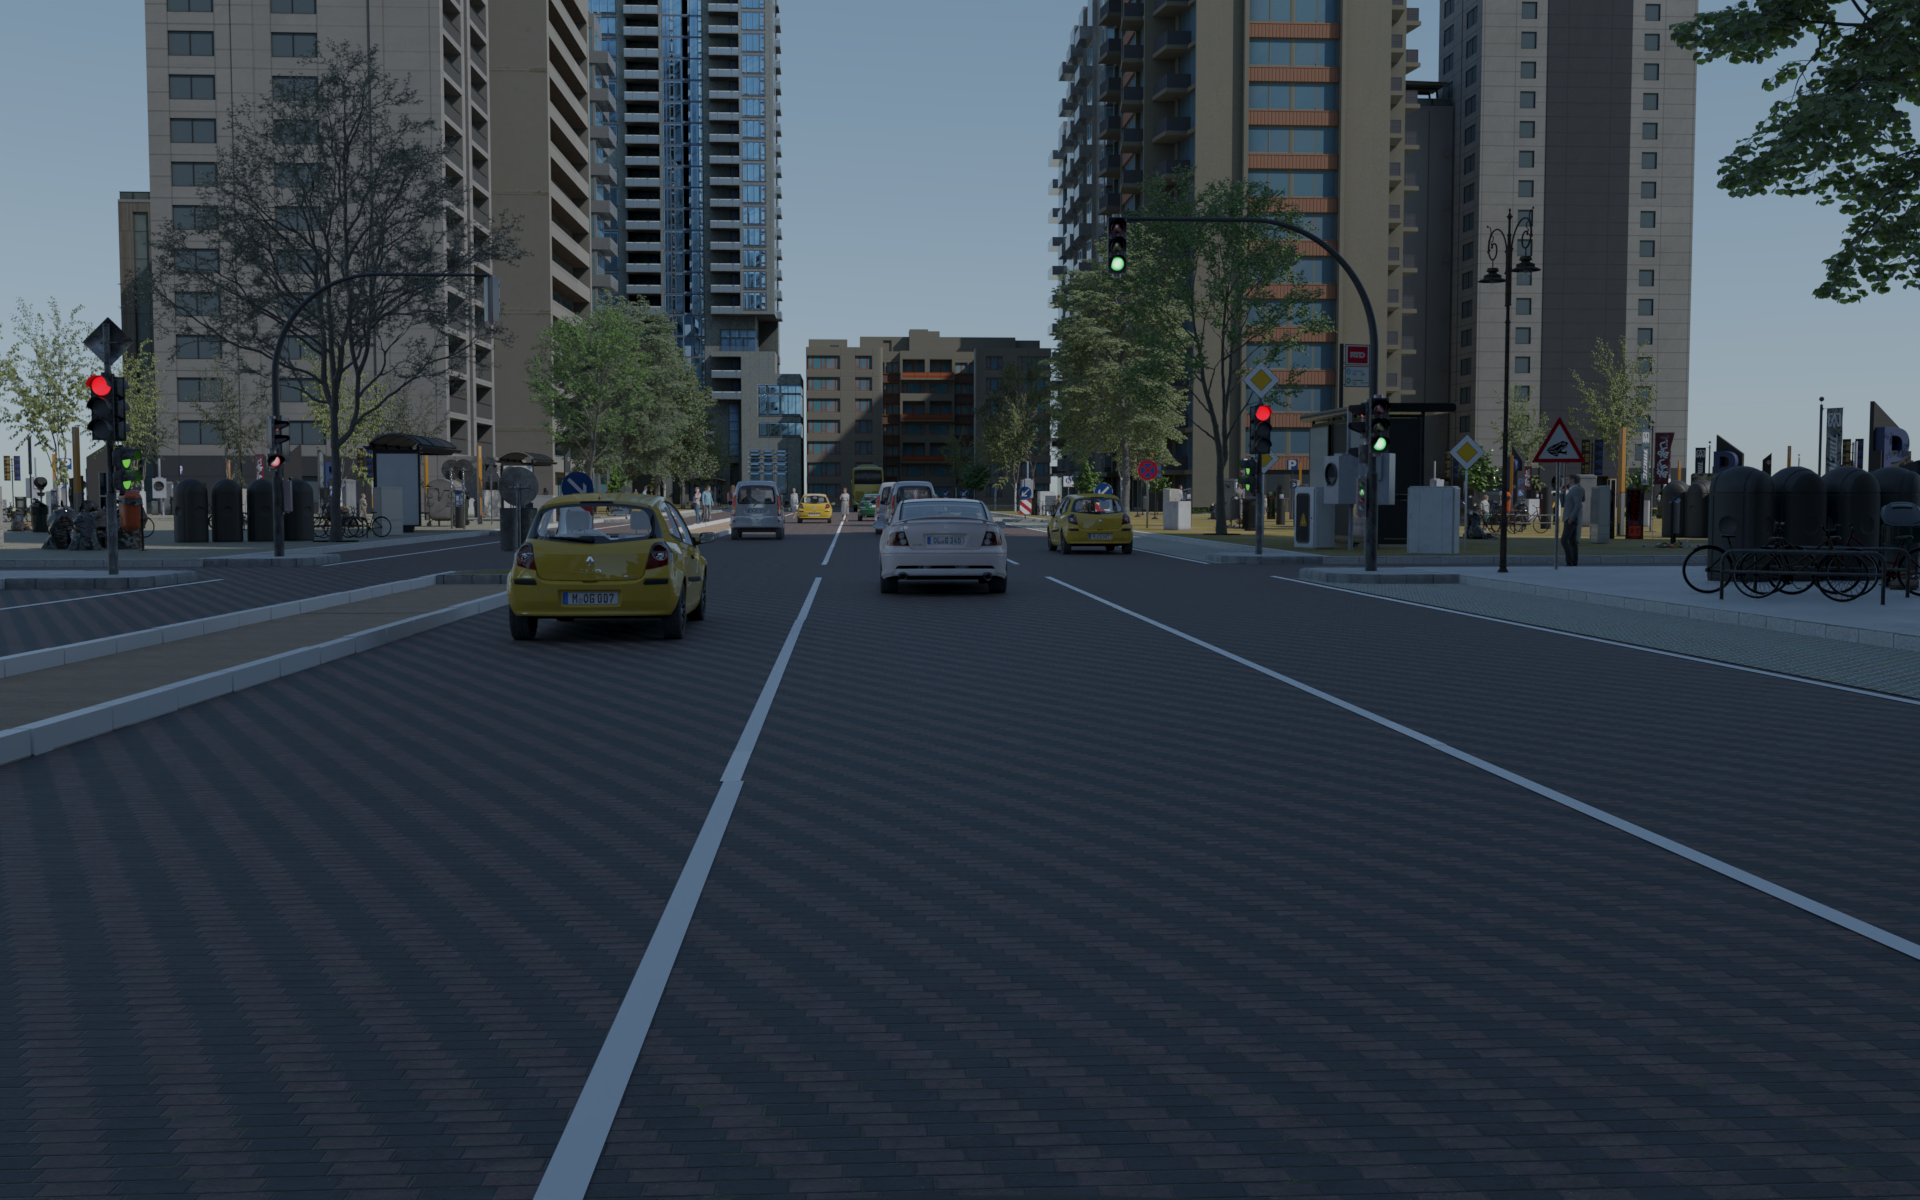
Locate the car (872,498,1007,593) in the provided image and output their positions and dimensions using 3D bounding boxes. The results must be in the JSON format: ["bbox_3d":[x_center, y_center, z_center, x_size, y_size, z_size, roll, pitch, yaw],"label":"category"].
[{"bbox_3d":[-0.299,-0.860,26.430,2.083,1.381,4.827,0,4,-2],"label":"car"}]

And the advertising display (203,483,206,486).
[{"bbox_3d":[-42.476,-5.577,96.405,0.974,1.923,0.123,-2,4,-27],"label":"advertising display"}]

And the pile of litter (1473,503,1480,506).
[{"bbox_3d":[25.633,-4.347,85.036,1.176,0.858,1.719,2,4,27],"label":"pile of litter"}]

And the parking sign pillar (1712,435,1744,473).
[{"bbox_3d":[34.595,-5.478,78.041,1.447,3.967,1.447,-2,4,-35],"label":"parking sign pillar"}]

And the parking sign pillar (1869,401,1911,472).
[{"bbox_3d":[27.038,-3.786,50.380,1.447,3.967,1.447,-2,4,-25],"label":"parking sign pillar"}]

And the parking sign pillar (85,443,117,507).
[{"bbox_3d":[-42.226,-5.912,85.132,1.447,3.967,1.447,-3,4,-37],"label":"parking sign pillar"}]

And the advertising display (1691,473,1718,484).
[{"bbox_3d":[22.863,-2.926,53.048,0.123,1.923,0.974,-3,5,-43],"label":"advertising display"}]

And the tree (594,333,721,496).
[{"bbox_3d":[-21.767,-12.636,123.601,9.611,12.733,9.660,0,3,0],"label":"tree"}]

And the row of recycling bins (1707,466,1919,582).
[{"bbox_3d":[12.836,-1.147,25.862,3.534,1.692,1.069,-1,4,-16],"label":"row of recycling bins"}]

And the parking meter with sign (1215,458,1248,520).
[{"bbox_3d":[13.303,-5.420,84.882,1.738,3.016,0.543,3,5,44],"label":"parking meter with sign"}]

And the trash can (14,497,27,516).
[{"bbox_3d":[-54.449,-5.430,100.429,0.748,1.137,0.748,0,3,0],"label":"trash can"}]

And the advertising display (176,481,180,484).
[{"bbox_3d":[-37.352,-4.798,83.665,0.123,1.923,0.974,3,5,44],"label":"advertising display"}]

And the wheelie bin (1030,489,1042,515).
[{"bbox_3d":[4.770,-6.016,106.277,0.980,1.594,0.693,-2,4,-31],"label":"wheelie bin"}]

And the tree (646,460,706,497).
[{"bbox_3d":[-22.720,-11.187,133.277,4.737,8.622,4.395,0,3,0],"label":"tree"}]

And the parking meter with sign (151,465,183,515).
[{"bbox_3d":[-48.333,-6.683,105.523,1.738,3.016,0.543,-1,4,-8],"label":"parking meter with sign"}]

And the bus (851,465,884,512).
[{"bbox_3d":[-7.682,-9.334,144.160,2.896,3.916,12.252,0,4,-3],"label":"bus"}]

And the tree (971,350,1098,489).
[{"bbox_3d":[4.846,-10.850,111.814,8.767,10.594,7.601,0,4,4],"label":"tree"}]

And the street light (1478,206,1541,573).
[{"bbox_3d":[8.891,-3.388,28.182,0.468,5.910,1.993,0,4,-3],"label":"street light"}]

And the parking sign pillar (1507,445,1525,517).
[{"bbox_3d":[30.306,-6.484,94.489,1.447,3.967,1.447,0,4,-7],"label":"parking sign pillar"}]

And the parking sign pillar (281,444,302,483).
[{"bbox_3d":[-36.181,-6.428,93.571,1.447,3.967,1.447,2,4,24],"label":"parking sign pillar"}]

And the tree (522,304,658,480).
[{"bbox_3d":[-19.995,-10.283,93.884,9.928,11.665,9.643,0,3,0],"label":"tree"}]

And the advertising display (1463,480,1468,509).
[{"bbox_3d":[23.390,-4.581,80.107,0.123,1.923,0.974,1,4,10],"label":"advertising display"}]

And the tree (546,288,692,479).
[{"bbox_3d":[-21.335,-12.383,109.111,9.857,13.997,8.962,0,3,0],"label":"tree"}]

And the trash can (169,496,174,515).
[{"bbox_3d":[-47.409,-5.692,104.720,0.748,1.137,0.748,0,3,0],"label":"trash can"}]

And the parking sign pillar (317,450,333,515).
[{"bbox_3d":[-38.653,-7.193,106.082,1.447,3.967,1.447,1,4,19],"label":"parking sign pillar"}]

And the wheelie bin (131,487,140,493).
[{"bbox_3d":[-39.347,-4.555,82.383,0.693,1.594,0.980,-2,4,-28],"label":"wheelie bin"}]

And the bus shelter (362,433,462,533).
[{"bbox_3d":[-18.850,-4.038,59.946,2.014,3.302,5.546,0,4,-3],"label":"bus shelter"}]

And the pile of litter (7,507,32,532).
[{"bbox_3d":[-32.246,-2.799,59.736,1.176,0.858,1.719,-1,4,-22],"label":"pile of litter"}]

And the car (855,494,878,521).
[{"bbox_3d":[-4.572,-4.956,92.830,2.131,1.459,4.920,0,4,-3],"label":"car"}]

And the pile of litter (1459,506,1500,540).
[{"bbox_3d":[14.926,-2.186,49.714,1.176,0.858,1.719,0,4,6],"label":"pile of litter"}]

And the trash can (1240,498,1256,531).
[{"bbox_3d":[10.123,-2.973,60.256,0.748,1.137,0.748,0,3,0],"label":"trash can"}]

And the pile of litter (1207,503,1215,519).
[{"bbox_3d":[13.135,-4.520,87.867,1.176,0.858,1.719,1,4,12],"label":"pile of litter"}]

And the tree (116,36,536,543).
[{"bbox_3d":[-16.569,-8.296,46.014,12.009,13.543,11.850,0,3,0],"label":"tree"}]

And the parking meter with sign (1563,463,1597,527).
[{"bbox_3d":[24.317,-4.340,67.223,1.738,3.016,0.543,0,4,0],"label":"parking meter with sign"}]

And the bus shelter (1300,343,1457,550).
[{"bbox_3d":[10.086,-4.057,43.958,2.179,5.291,8.768,0,4,-3],"label":"bus shelter"}]

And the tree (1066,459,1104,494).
[{"bbox_3d":[5.909,-5.278,80.895,1.663,3.219,1.824,0,3,0],"label":"tree"}]

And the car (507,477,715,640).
[{"bbox_3d":[-3.663,-0.504,18.471,2.015,1.641,3.980,0,4,-4],"label":"car"}]

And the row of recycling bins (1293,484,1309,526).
[{"bbox_3d":[13.969,-3.702,67.640,1.069,1.692,3.534,-1,4,-9],"label":"row of recycling bins"}]

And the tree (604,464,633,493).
[{"bbox_3d":[-20.022,-6.459,100.213,1.663,3.219,1.824,0,3,0],"label":"tree"}]

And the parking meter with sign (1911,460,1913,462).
[{"bbox_3d":[47.958,-5.650,88.631,1.738,3.016,0.543,-2,4,-30],"label":"parking meter with sign"}]

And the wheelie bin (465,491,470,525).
[{"bbox_3d":[-20.435,-3.840,70.686,0.980,1.594,0.693,3,5,43],"label":"wheelie bin"}]

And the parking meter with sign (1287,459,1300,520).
[{"bbox_3d":[16.978,-5.595,87.736,0.543,3.016,1.738,1,4,21],"label":"parking meter with sign"}]

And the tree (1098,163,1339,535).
[{"bbox_3d":[8.170,-7.854,54.176,9.928,11.665,9.643,0,3,0],"label":"tree"}]

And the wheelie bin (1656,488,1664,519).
[{"bbox_3d":[36.756,-5.042,90.342,0.980,1.594,0.693,-3,5,-45],"label":"wheelie bin"}]

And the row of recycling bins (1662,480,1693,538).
[{"bbox_3d":[22.085,-2.650,50.434,1.069,1.692,3.534,-2,4,-35],"label":"row of recycling bins"}]

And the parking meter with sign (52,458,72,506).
[{"bbox_3d":[-44.086,-5.419,84.854,1.738,3.016,0.543,3,5,44],"label":"parking meter with sign"}]

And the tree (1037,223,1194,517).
[{"bbox_3d":[6.718,-9.474,73.031,7.486,12.596,7.792,0,3,0],"label":"tree"}]

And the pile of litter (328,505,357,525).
[{"bbox_3d":[-24.345,-3.295,67.837,1.176,0.858,1.719,3,5,42],"label":"pile of litter"}]

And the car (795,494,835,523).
[{"bbox_3d":[-7.224,-4.645,86.163,2.015,1.641,3.980,0,4,-4],"label":"car"}]

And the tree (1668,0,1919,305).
[{"bbox_3d":[10.321,-5.920,14.913,7.486,12.596,7.792,0,3,0],"label":"tree"}]

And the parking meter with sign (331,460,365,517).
[{"bbox_3d":[-31.298,-5.653,88.695,0.543,3.016,1.738,2,4,27],"label":"parking meter with sign"}]

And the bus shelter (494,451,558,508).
[{"bbox_3d":[-21.065,-5.529,84.326,2.014,3.302,5.546,0,4,-3],"label":"bus shelter"}]

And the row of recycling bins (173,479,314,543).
[{"bbox_3d":[-19.283,-2.424,46.743,3.534,1.692,1.069,-2,4,-35],"label":"row of recycling bins"}]

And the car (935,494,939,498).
[{"bbox_3d":[-2.287,-6.796,122.920,2.131,1.459,4.920,0,4,-5],"label":"car"}]

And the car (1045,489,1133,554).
[{"bbox_3d":[3.161,-1.985,42.677,2.015,1.641,3.980,0,4,-4],"label":"car"}]
